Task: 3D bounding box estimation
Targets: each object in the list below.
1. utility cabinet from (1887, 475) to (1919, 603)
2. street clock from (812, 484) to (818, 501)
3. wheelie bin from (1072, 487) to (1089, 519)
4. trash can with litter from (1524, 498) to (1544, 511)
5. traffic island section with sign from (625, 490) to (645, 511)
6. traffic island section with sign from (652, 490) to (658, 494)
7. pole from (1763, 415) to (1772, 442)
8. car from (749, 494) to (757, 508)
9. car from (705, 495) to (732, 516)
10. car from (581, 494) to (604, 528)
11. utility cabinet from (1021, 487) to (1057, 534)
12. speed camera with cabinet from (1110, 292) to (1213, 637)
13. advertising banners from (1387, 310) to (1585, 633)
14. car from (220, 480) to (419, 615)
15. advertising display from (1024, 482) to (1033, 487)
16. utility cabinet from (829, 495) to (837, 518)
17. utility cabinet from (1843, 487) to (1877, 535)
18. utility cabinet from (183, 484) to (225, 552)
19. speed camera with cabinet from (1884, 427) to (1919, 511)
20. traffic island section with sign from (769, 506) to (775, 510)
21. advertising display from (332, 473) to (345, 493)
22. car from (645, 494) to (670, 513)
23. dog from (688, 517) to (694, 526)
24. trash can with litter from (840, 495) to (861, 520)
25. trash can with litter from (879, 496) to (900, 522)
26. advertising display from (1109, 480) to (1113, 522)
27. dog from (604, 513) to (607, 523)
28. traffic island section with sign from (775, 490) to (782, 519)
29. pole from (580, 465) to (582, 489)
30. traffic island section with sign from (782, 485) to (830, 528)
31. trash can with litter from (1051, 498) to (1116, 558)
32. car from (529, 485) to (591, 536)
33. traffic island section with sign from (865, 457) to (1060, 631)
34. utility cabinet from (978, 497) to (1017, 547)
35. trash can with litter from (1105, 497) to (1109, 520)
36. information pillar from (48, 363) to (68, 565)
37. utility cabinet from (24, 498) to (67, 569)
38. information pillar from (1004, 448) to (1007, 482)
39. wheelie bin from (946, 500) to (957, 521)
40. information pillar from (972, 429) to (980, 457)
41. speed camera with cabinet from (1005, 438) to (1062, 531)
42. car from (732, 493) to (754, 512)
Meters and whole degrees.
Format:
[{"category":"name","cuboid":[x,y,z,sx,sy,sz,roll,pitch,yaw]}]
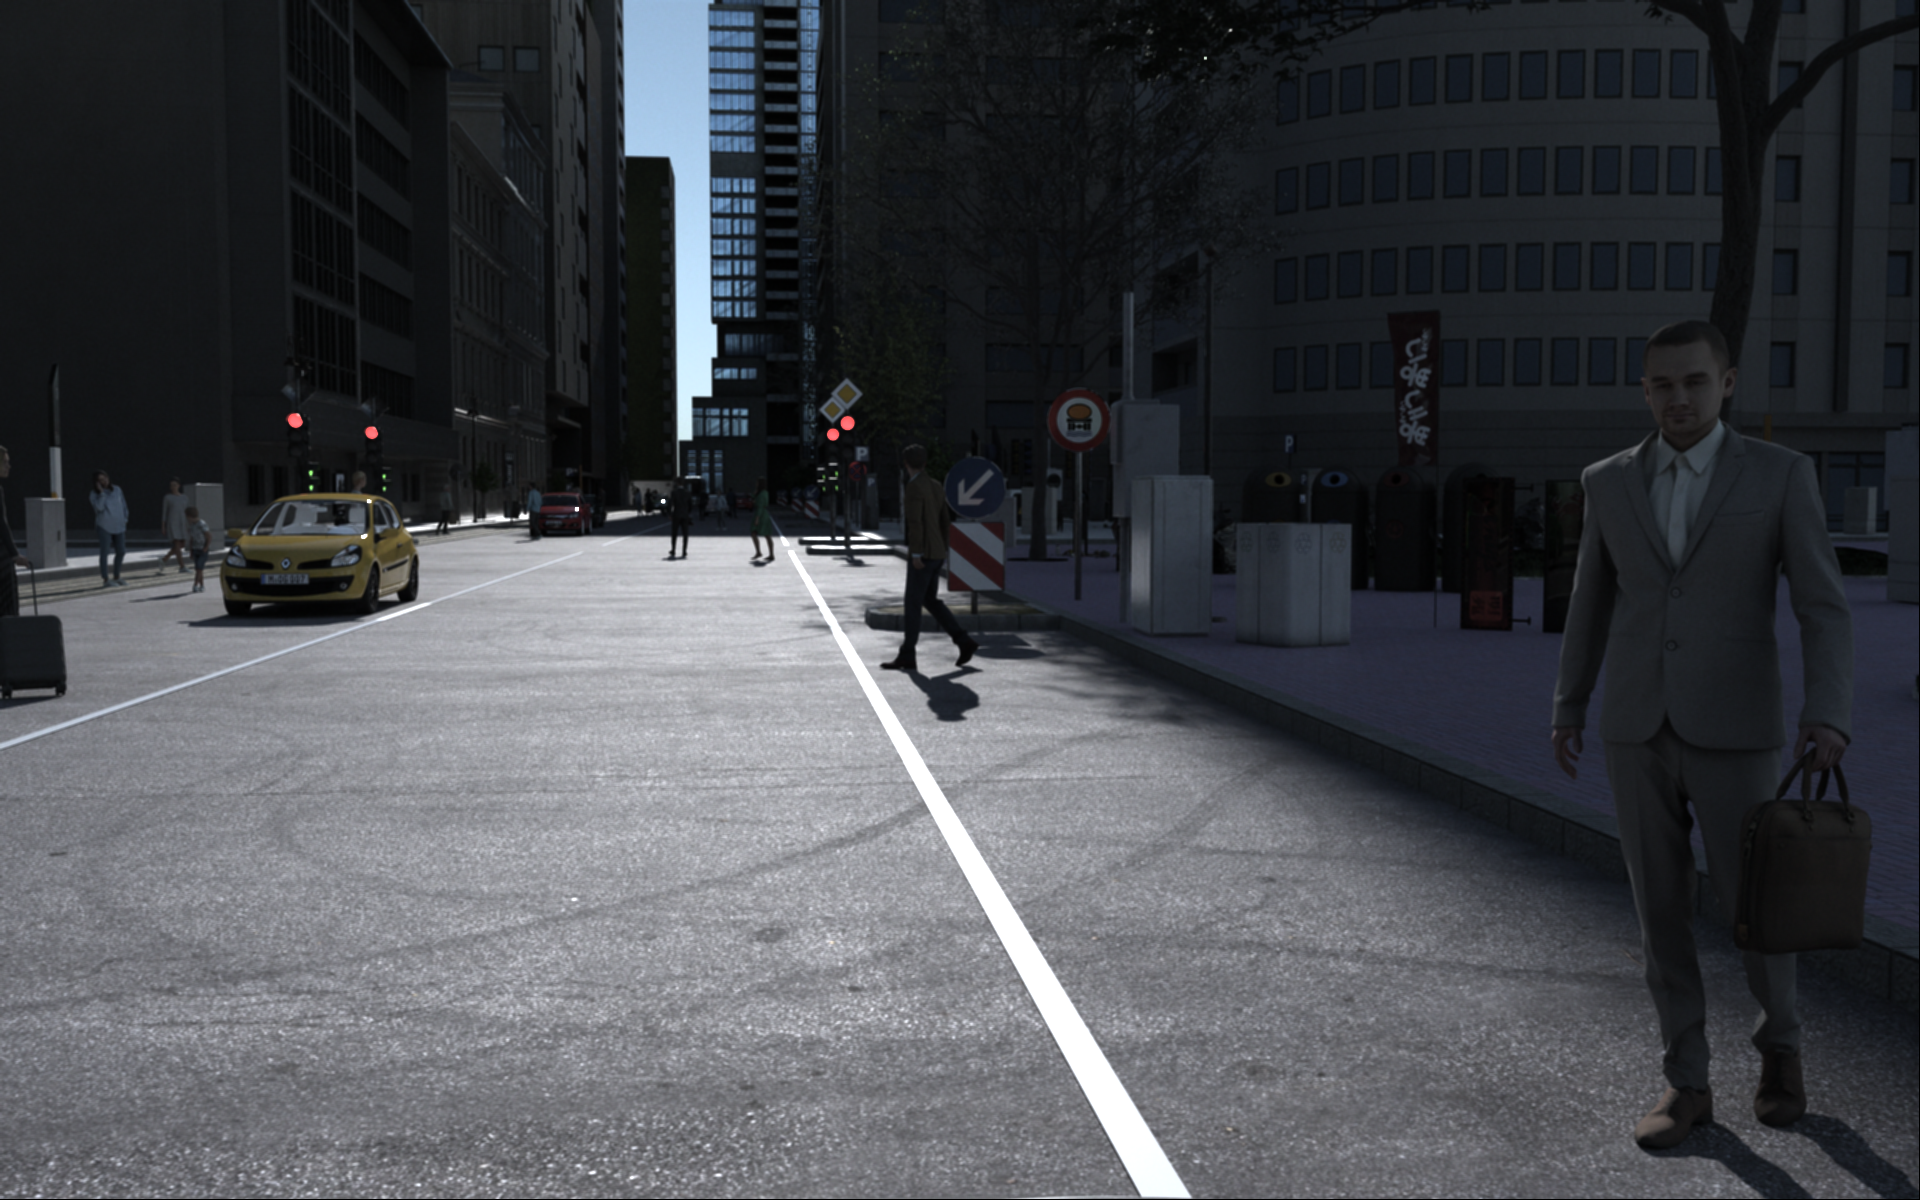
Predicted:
[{"category":"utility cabinet","cuboid":[11.248,-0.698,20.094,0.318,1.500,1.173,0,4,-1]},{"category":"street clock","cuboid":[-10.015,-7.024,119.418,0.358,2.002,0.471,-2,4,-32]},{"category":"wheelie bin","cuboid":[5.765,-4.579,82.769,0.693,1.594,0.980,-1,4,-19]},{"category":"trash can with litter","cuboid":[16.964,-2.490,52.096,1.055,1.170,0.624,0,4,-7]},{"category":"traffic island section with sign","cuboid":[-27.871,-8.617,149.516,1.989,1.847,2.006,0,4,-7]},{"category":"traffic island section with sign","cuboid":[-31.006,-10.255,176.289,1.989,1.847,2.006,0,4,-7]},{"category":"pole","cuboid":[20.738,-3.102,44.562,0.158,3.312,0.155,0,3,0]},{"category":"car","cuboid":[-19.393,-9.336,162.867,2.015,1.641,3.980,0,4,-7]},{"category":"car","cuboid":[-15.855,-6.179,113.380,2.083,1.381,4.827,0,4,-6]},{"category":"car","cuboid":[-16.234,-3.927,73.994,2.009,1.686,4.222,0,4,-6]},{"category":"utility cabinet","cuboid":[2.504,-2.811,54.641,1.173,1.500,0.318,3,4,38]},{"category":"speed camera with cabinet","cuboid":[1.900,-1.351,16.427,0.660,3.252,2.038,0,4,-5]},{"category":"advertising banners","cuboid":[4.993,-1.227,16.250,2.074,3.025,0.090,2,4,33]},{"category":"car","cuboid":[-7.981,-0.706,21.774,2.015,1.641,3.980,0,4,-7]},{"category":"advertising display","cuboid":[3.597,-5.231,90.745,0.123,1.923,0.974,-1,4,-21]},{"category":"utility cabinet","cuboid":[-6.754,-4.964,92.327,0.306,1.237,1.020,-1,4,-11]},{"category":"utility cabinet","cuboid":[28.184,-2.788,54.257,0.318,1.500,1.173,0,4,-7]},{"category":"utility cabinet","cuboid":[-16.795,-1.821,38.451,0.318,1.500,1.173,0,4,5]},{"category":"speed camera with cabinet","cuboid":[13.586,-1.845,24.509,0.660,3.252,2.038,3,4,39]},{"category":"traffic island section with sign","cuboid":[-15.509,-8.721,151.208,1.989,1.847,2.006,0,4,-7]},{"category":"advertising display","cuboid":[-18.836,-2.894,52.535,0.123,1.923,0.974,0,4,-4]},{"category":"car","cuboid":[-23.221,-7.440,133.447,2.131,1.459,4.920,0,4,-6]},{"category":"dog","cuboid":[-12.341,-3.581,78.742,0.550,0.427,0.748,1,4,20]},{"category":"trash can with litter","cuboid":[-5.374,-4.696,87.837,2.233,1.210,1.678,-3,5,-44]},{"category":"trash can with litter","cuboid":[-3.008,-4.176,79.339,2.233,1.210,1.678,-1,4,-12]},{"category":"advertising display","cuboid":[6.879,-4.504,78.848,0.123,1.923,0.974,0,4,2]},{"category":"dog","cuboid":[-17.492,-4.010,84.856,0.540,0.507,0.406,0,4,4]},{"category":"traffic island section with sign","cuboid":[-9.642,-5.655,101.092,1.989,1.847,2.006,0,4,-7]},{"category":"pole","cuboid":[-26.641,-7.823,121.747,0.158,3.312,0.155,0,3,0]},{"category":"traffic island section with sign","cuboid":[-6.491,-4.018,74.321,1.989,1.847,2.006,0,4,-7]},{"category":"trash can with litter","cuboid":[2.566,-1.500,35.588,1.678,1.210,2.233,-2,4,-25]},{"category":"car","cuboid":[-13.913,-3.140,60.382,2.155,1.783,4.494,0,4,-7]},{"category":"traffic island section with sign","cuboid":[-0.031,-0.641,19.105,1.989,1.847,2.006,0,4,-7]},{"category":"utility cabinet","cuboid":[0.834,-1.874,41.800,1.020,1.237,0.306,1,4,15]},{"category":"trash can with litter","cuboid":[7.455,-4.569,86.097,1.055,1.170,0.624,3,4,36]},{"category":"information pillar","cuboid":[-16.078,-2.412,30.798,0.183,3.616,0.504,-1,4,-16]},{"category":"utility cabinet","cuboid":[-15.854,-1.156,30.060,0.306,1.237,1.020,0,4,-7]},{"category":"information pillar","cuboid":[2.340,-5.967,88.908,0.183,3.616,0.504,1,4,14]},{"category":"wheelie bin","cuboid":[-0.497,-4.463,80.876,0.693,1.594,0.980,-2,4,-24]},{"category":"information pillar","cuboid":[0.553,-4.317,61.930,0.183,3.616,0.504,-2,4,-28]},{"category":"speed camera with cabinet","cuboid":[2.584,-4.093,61.256,2.038,3.252,0.660,-1,4,-21]},{"category":"car","cuboid":[-17.442,-7.891,138.056,2.155,1.783,4.494,0,4,-8]}]
